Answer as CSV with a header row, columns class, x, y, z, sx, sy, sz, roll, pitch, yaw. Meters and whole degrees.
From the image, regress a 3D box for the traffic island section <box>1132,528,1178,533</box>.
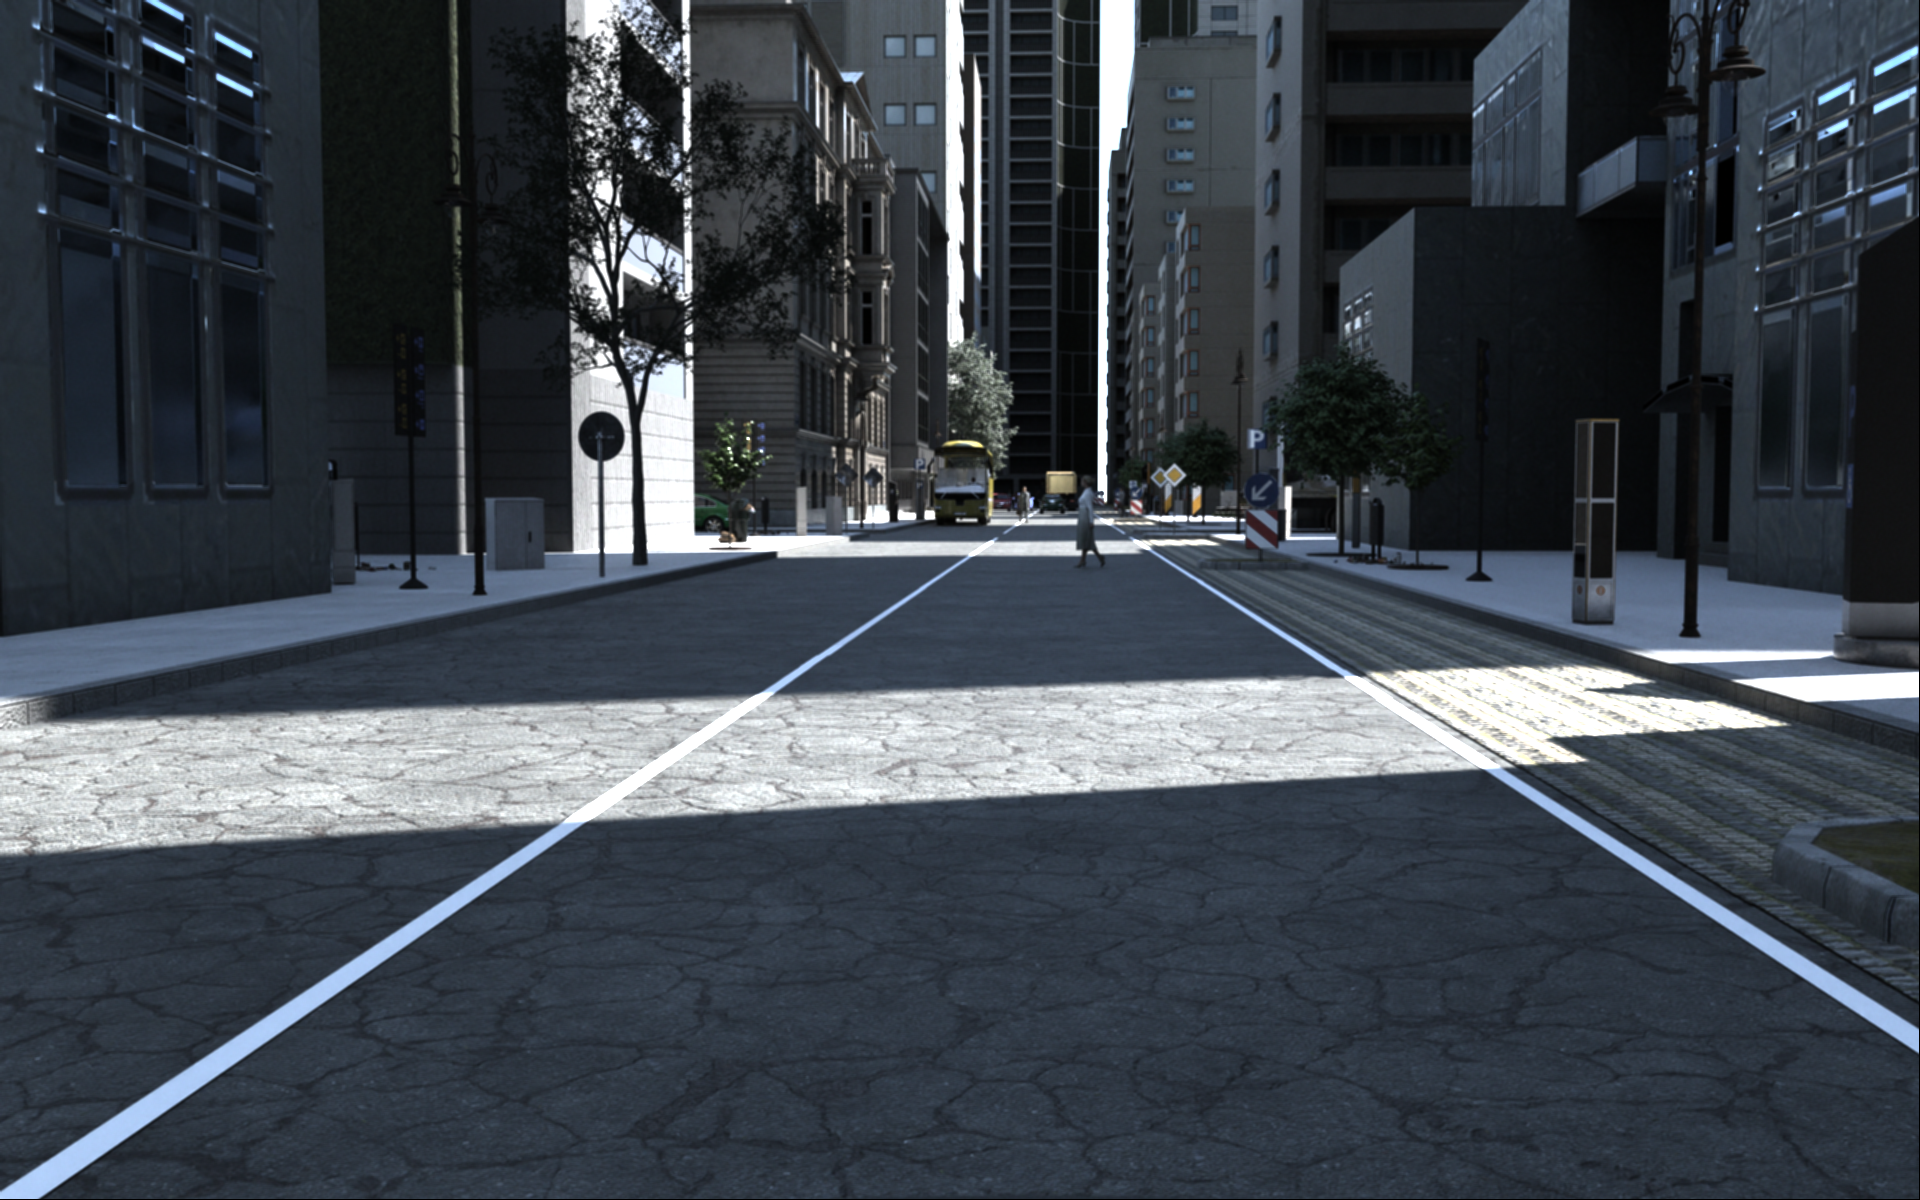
class,x,y,z,sx,sy,sz,roll,pitch,yaw
traffic island section,7.379,-2.532,63.681,2.009,0.180,2.903,0,4,3

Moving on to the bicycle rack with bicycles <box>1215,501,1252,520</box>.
class,x,y,z,sx,sy,sz,roll,pitch,yaw
bicycle rack with bicycles,14.272,-4.505,87.045,2.925,0.926,2.852,-2,4,-25

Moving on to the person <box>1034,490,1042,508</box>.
class,x,y,z,sx,sy,sz,roll,pitch,yaw
person,7.988,-10.237,176.018,1.348,1.807,0.705,-3,4,-37

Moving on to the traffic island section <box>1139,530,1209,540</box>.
class,x,y,z,sx,sy,sz,roll,pitch,yaw
traffic island section,6.907,-2.045,55.710,2.009,0.180,2.903,0,4,3

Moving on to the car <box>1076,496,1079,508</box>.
class,x,y,z,sx,sy,sz,roll,pitch,yaw
car,11.670,-10.466,183.115,2.014,1.417,4.499,0,4,4

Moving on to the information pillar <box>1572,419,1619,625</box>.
class,x,y,z,sx,sy,sz,roll,pitch,yaw
information pillar,6.258,-0.769,17.069,0.304,2.012,0.304,0,4,-7

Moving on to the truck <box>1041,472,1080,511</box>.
class,x,y,z,sx,sy,sz,roll,pitch,yaw
truck,8.755,-9.432,150.136,3.469,3.379,9.791,0,4,3

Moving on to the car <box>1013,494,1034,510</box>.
class,x,y,z,sx,sy,sz,roll,pitch,yaw
car,5.674,-8.909,155.246,1.945,1.707,3.694,0,4,3

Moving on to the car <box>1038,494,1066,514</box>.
class,x,y,z,sx,sy,sz,roll,pitch,yaw
car,6.834,-7.137,128.485,2.131,1.459,4.920,0,4,2

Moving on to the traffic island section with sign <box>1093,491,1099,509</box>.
class,x,y,z,sx,sy,sz,roll,pitch,yaw
traffic island section with sign,13.418,-9.604,165.654,1.989,1.847,2.006,0,4,3

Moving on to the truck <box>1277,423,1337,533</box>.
class,x,y,z,sx,sy,sz,roll,pitch,yaw
truck,16.674,-4.322,59.576,11.283,4.237,2.839,0,4,5

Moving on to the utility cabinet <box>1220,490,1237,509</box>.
class,x,y,z,sx,sy,sz,roll,pitch,yaw
utility cabinet,16.014,-5.739,102.510,1.173,1.500,0.318,2,4,32

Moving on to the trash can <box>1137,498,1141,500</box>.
class,x,y,z,sx,sy,sz,roll,pitch,yaw
trash can,13.958,-7.488,134.089,0.748,1.137,0.748,0,3,0

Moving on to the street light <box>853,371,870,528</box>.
class,x,y,z,sx,sy,sz,roll,pitch,yaw
street light,-3.692,-5.631,64.861,0.468,5.910,1.993,0,4,3

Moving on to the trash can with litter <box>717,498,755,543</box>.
class,x,y,z,sx,sy,sz,roll,pitch,yaw
trash can with litter,-5.886,-2.082,45.435,0.624,1.170,1.055,2,4,24

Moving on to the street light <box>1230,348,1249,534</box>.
class,x,y,z,sx,sy,sz,roll,pitch,yaw
street light,8.850,-5.023,54.914,0.468,5.910,1.993,0,4,3

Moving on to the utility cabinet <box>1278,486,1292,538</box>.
class,x,y,z,sx,sy,sz,roll,pitch,yaw
utility cabinet,9.413,-2.559,50.516,0.318,1.500,1.173,1,4,20

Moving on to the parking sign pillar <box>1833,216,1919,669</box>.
class,x,y,z,sx,sy,sz,roll,pitch,yaw
parking sign pillar,7.471,-1.506,13.102,1.447,3.967,1.447,1,4,20

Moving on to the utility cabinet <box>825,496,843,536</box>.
class,x,y,z,sx,sy,sz,roll,pitch,yaw
utility cabinet,-3.917,-2.617,53.949,0.306,1.237,1.020,-1,4,-19

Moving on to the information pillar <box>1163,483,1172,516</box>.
class,x,y,z,sx,sy,sz,roll,pitch,yaw
information pillar,12.136,-6.702,100.932,0.504,3.616,0.183,-3,5,-39

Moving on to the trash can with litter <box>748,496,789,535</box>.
class,x,y,z,sx,sy,sz,roll,pitch,yaw
trash can with litter,-6.275,-2.690,55.033,1.678,1.210,2.233,-1,4,-9

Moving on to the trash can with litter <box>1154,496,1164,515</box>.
class,x,y,z,sx,sy,sz,roll,pitch,yaw
trash can with litter,12.192,-5.788,106.013,0.624,1.170,1.055,0,4,2

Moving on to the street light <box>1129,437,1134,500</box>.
class,x,y,z,sx,sy,sz,roll,pitch,yaw
street light,13.645,-10.074,137.505,0.468,5.910,1.993,0,4,3

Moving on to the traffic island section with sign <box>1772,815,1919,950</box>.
class,x,y,z,sx,sy,sz,roll,pitch,yaw
traffic island section with sign,3.954,0.171,5.835,1.989,1.847,2.006,0,4,3

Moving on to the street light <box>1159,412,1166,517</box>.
class,x,y,z,sx,sy,sz,roll,pitch,yaw
street light,11.466,-7.676,98.293,0.468,5.910,1.993,0,4,3

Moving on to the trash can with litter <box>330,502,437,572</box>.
class,x,y,z,sx,sy,sz,roll,pitch,yaw
trash can with litter,-9.960,-1.098,29.004,2.233,1.210,1.678,0,4,-8

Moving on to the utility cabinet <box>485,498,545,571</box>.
class,x,y,z,sx,sy,sz,roll,pitch,yaw
utility cabinet,-7.551,-1.117,29.432,0.306,1.237,1.020,3,4,38

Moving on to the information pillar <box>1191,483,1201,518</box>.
class,x,y,z,sx,sy,sz,roll,pitch,yaw
information pillar,12.770,-6.245,93.463,0.504,3.616,0.183,-1,4,-17

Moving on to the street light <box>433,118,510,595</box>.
class,x,y,z,sx,sy,sz,roll,pitch,yaw
street light,-6.111,-3.001,21.857,0.468,5.910,1.993,0,4,3

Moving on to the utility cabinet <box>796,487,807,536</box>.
class,x,y,z,sx,sy,sz,roll,pitch,yaw
utility cabinet,-4.833,-2.685,52.571,0.318,1.500,1.173,0,4,-7

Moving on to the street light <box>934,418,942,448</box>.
class,x,y,z,sx,sy,sz,roll,pitch,yaw
street light,-1.342,-8.058,104.533,0.468,5.910,1.993,0,4,3

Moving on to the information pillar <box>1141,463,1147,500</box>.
class,x,y,z,sx,sy,sz,roll,pitch,yaw
information pillar,13.818,-8.457,129.624,0.504,3.616,0.183,-1,4,-19

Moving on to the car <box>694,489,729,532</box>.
class,x,y,z,sx,sy,sz,roll,pitch,yaw
car,-9.703,-3.116,59.736,4.718,1.807,1.959,0,4,1

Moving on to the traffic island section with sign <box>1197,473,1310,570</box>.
class,x,y,z,sx,sy,sz,roll,pitch,yaw
traffic island section with sign,5.592,-1.506,33.252,1.989,1.847,2.006,0,4,3

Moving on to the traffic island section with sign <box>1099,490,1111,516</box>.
class,x,y,z,sx,sy,sz,roll,pitch,yaw
traffic island section with sign,10.459,-6.535,115.469,1.989,1.847,2.006,0,4,3

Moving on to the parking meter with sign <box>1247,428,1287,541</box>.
class,x,y,z,sx,sy,sz,roll,pitch,yaw
parking meter with sign,8.342,-3.095,46.866,0.543,3.016,1.738,2,4,31

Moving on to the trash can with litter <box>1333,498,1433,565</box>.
class,x,y,z,sx,sy,sz,roll,pitch,yaw
trash can with litter,7.816,-1.306,32.413,1.678,1.210,2.233,0,4,1

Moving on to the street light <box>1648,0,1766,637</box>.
class,x,y,z,sx,sy,sz,roll,pitch,yaw
street light,6.565,-2.606,15.398,0.468,5.910,1.993,0,4,3

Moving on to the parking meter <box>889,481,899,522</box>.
class,x,y,z,sx,sy,sz,roll,pitch,yaw
parking meter,-3.015,-4.475,78.882,0.399,1.863,0.255,2,4,28

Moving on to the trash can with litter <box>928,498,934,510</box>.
class,x,y,z,sx,sy,sz,roll,pitch,yaw
trash can with litter,-2.149,-7.720,137.286,2.233,1.210,1.678,3,4,37

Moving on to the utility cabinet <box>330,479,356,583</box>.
class,x,y,z,sx,sy,sz,roll,pitch,yaw
utility cabinet,-8.936,-1.000,25.028,0.318,1.500,1.173,-1,4,-21

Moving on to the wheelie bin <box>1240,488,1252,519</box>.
class,x,y,z,sx,sy,sz,roll,pitch,yaw
wheelie bin,14.778,-5.003,89.714,0.693,1.594,0.980,-3,5,-44

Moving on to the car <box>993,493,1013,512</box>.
class,x,y,z,sx,sy,sz,roll,pitch,yaw
car,3.299,-8.211,143.284,2.155,1.783,4.494,0,4,3

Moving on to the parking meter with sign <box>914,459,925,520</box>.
class,x,y,z,sx,sy,sz,roll,pitch,yaw
parking meter with sign,-1.957,-5.474,85.755,0.543,3.016,1.738,0,4,1

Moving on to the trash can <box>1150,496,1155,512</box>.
class,x,y,z,sx,sy,sz,roll,pitch,yaw
trash can,13.919,-6.868,123.949,0.748,1.137,0.748,0,3,0

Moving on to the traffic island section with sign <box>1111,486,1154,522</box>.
class,x,y,z,sx,sy,sz,roll,pitch,yaw
traffic island section with sign,8.838,-4.869,88.237,1.989,1.847,2.006,0,4,3
